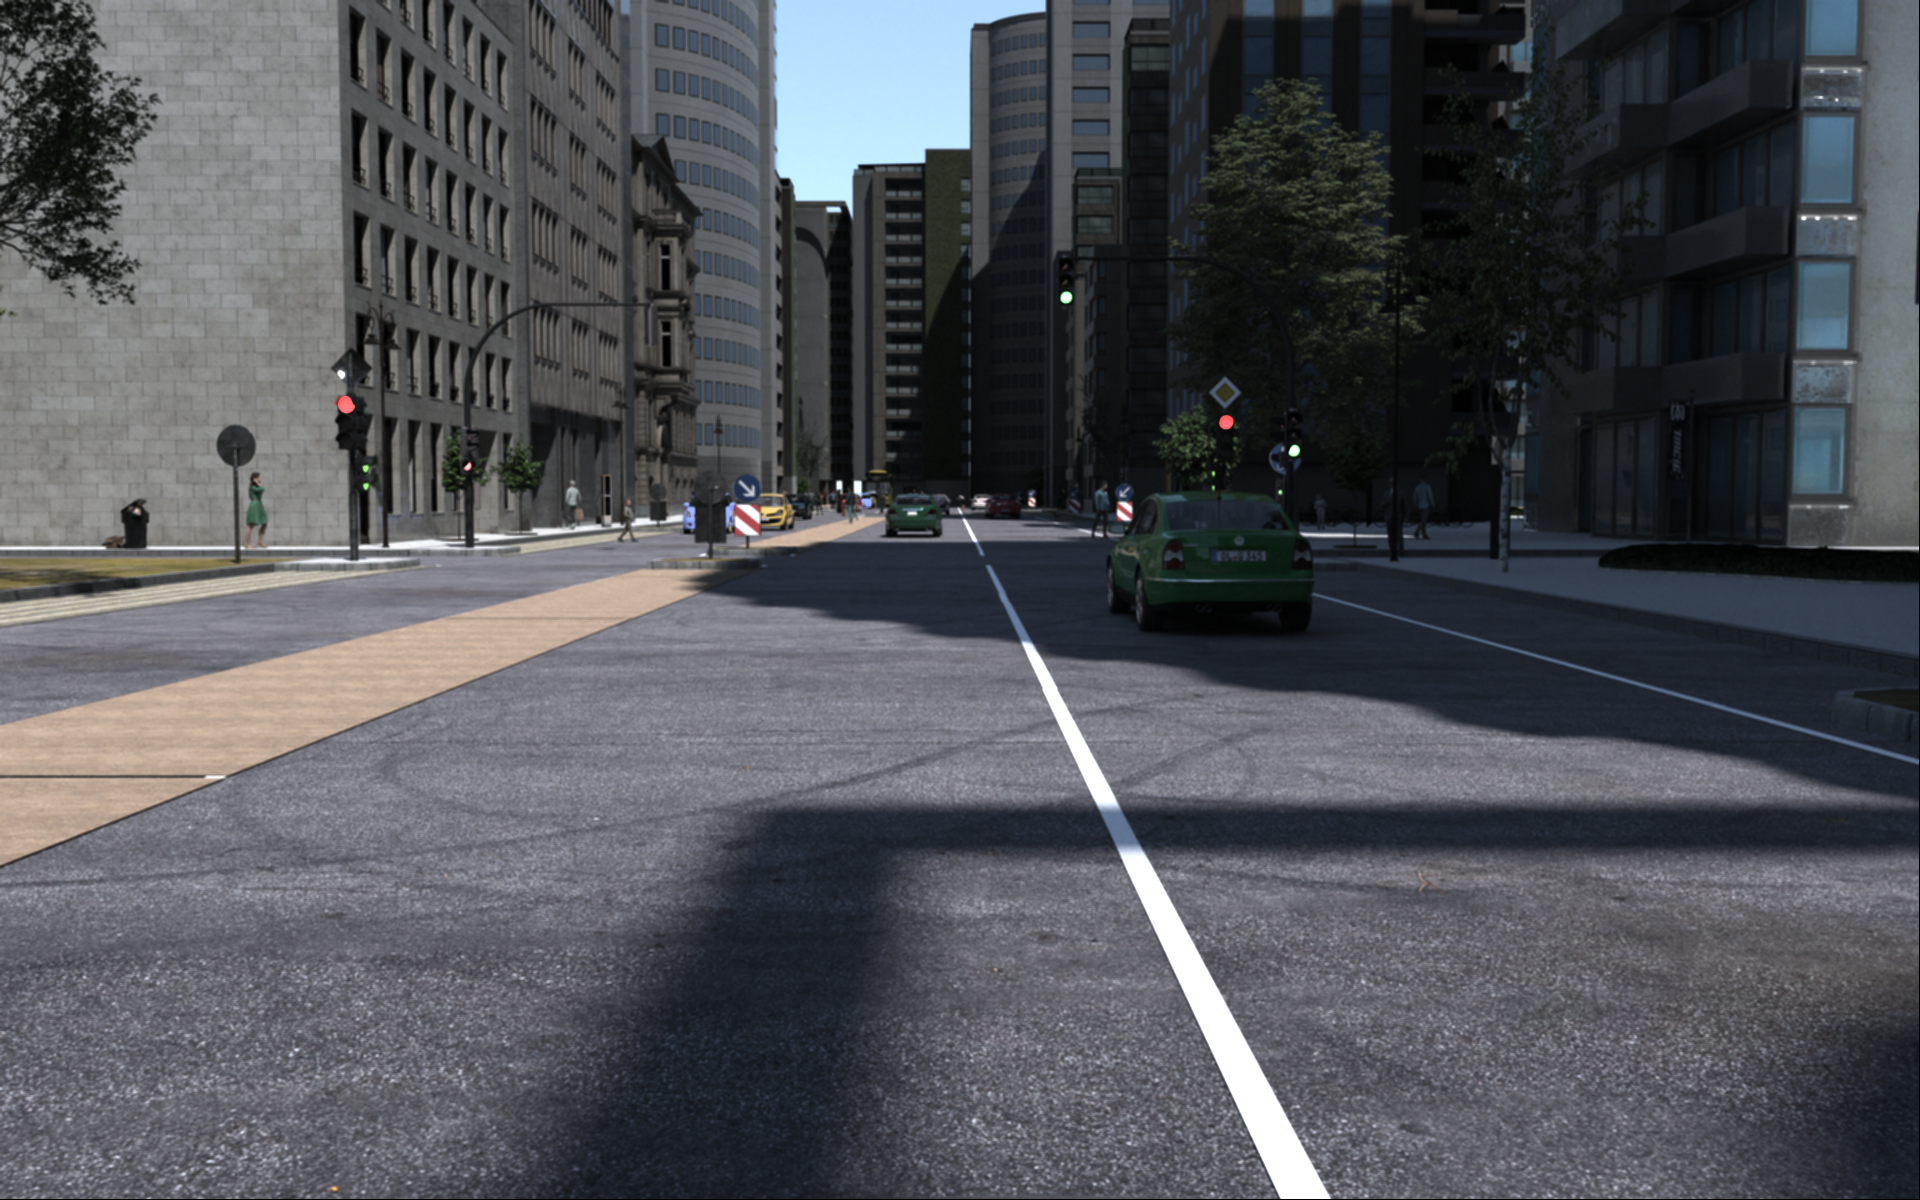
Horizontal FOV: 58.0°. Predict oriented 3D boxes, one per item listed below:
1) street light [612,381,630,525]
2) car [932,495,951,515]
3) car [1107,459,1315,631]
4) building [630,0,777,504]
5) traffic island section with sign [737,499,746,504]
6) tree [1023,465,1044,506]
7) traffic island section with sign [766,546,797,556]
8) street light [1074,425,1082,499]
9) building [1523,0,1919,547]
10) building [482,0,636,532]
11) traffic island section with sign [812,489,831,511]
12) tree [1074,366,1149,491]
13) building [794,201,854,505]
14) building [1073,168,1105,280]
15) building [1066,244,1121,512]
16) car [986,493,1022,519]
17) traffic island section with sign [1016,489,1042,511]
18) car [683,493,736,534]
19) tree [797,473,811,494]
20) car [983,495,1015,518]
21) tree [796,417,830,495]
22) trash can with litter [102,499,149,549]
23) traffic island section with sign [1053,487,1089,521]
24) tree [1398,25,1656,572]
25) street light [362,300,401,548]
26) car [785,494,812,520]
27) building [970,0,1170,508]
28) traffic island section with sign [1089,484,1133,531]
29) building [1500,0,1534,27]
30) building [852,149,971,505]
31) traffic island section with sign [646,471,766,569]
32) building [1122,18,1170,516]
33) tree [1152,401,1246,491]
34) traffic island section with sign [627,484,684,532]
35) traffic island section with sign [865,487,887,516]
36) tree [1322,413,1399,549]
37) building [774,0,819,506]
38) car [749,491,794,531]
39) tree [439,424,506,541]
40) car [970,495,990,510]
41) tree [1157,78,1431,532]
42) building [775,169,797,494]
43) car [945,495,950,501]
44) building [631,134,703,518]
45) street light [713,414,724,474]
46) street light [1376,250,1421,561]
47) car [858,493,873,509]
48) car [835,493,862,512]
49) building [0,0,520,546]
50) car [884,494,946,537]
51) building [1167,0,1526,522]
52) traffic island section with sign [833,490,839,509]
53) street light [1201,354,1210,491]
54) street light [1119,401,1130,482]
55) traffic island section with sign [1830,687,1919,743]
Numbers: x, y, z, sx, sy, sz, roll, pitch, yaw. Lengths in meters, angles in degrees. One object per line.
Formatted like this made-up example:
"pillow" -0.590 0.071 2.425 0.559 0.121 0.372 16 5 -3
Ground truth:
"street light" -13.836 -5.994 70.789 0.468 5.910 1.993 0 4 0
"car" -1.650 -6.667 121.366 2.083 1.381 4.827 0 4 0
"car" 2.711 -0.652 19.461 1.959 1.807 4.718 0 4 -2
"building" -25.778 -35.943 129.661 21.231 58.520 28.212 0 4 0
"traffic island section with sign" -11.649 -5.155 92.906 1.989 1.847 2.006 0 4 0
"tree" 8.677 -12.865 194.053 4.285 4.588 4.351 0 3 0
"traffic island section with sign" -4.960 -2.012 41.036 2.006 1.907 1.989 0 4 0
"street light" 7.931 -8.753 115.895 0.468 5.910 1.993 0 4 0
"building" 32.764 -26.331 50.126 30.456 49.044 23.786 0 4 0
"building" -20.765 -15.311 68.356 12.078 24.808 19.932 0 4 0
"traffic island section with sign" -11.899 -8.246 143.445 1.989 1.847 2.006 0 4 0
"tree" 8.407 -9.083 98.868 4.360 8.622 3.978 0 3 0
"building" -25.040 -32.078 216.359 23.993 40.220 32.217 0 4 0
"building" 16.999 -23.507 156.044 14.160 30.474 14.107 0 4 0
"building" 23.018 -17.710 134.599 27.650 21.520 28.899 0 4 0
"car" 2.590 -5.632 101.131 2.155 1.783 4.494 0 3 0
"traffic island section with sign" 5.822 -8.268 143.816 1.989 1.847 2.006 0 4 0
"car" -9.086 -3.284 63.280 1.945 1.707 3.694 0 4 -1
"tree" -14.623 -10.239 162.003 1.663 3.219 1.824 0 3 0
"car" 2.481 -5.765 106.622 2.083 1.381 4.827 0 4 0
"tree" -14.636 -13.197 166.138 4.360 8.622 3.978 0 3 0
"trash can with litter" -19.524 -1.779 40.467 1.055 1.170 0.624 0 4 4
"traffic island section with sign" 6.072 -5.234 94.198 1.989 1.847 2.006 0 4 0
"tree" 9.070 -4.771 28.375 4.737 8.622 4.395 0 3 0
"street light" -13.799 -4.199 41.445 0.468 5.910 1.993 0 4 0
"car" -9.334 -5.365 97.512 2.009 1.686 4.222 0 4 0
"building" 15.399 -40.877 210.337 28.212 58.520 21.231 0 4 0
"traffic island section with sign" 6.201 -3.585 67.243 1.989 1.847 2.006 0 4 0
"building" 61.554 -47.205 210.052 20.611 71.187 20.563 0 4 0
"building" -5.735 -32.073 207.984 14.086 41.232 14.154 0 4 0
"traffic island section with sign" -4.933 -1.559 33.628 2.006 1.907 1.989 0 4 0
"building" 16.994 -20.652 109.369 14.160 30.474 14.107 0 4 0
"tree" 8.417 -4.731 61.058 4.285 4.588 4.351 0 3 0
"traffic island section with sign" -11.514 -3.506 65.951 1.989 1.847 2.006 0 4 0
"traffic island section with sign" -5.339 -6.608 116.173 2.006 1.907 1.989 0 4 0
"tree" 9.378 -2.858 41.338 1.663 3.219 1.824 0 3 0
"building" -31.087 -52.954 178.465 31.000 86.520 22.319 0 4 0
"car" -7.659 -3.612 69.272 2.015 1.641 3.980 0 4 1
"tree" -13.775 -3.228 47.380 1.663 3.219 1.824 0 3 0
"car" 1.970 -8.736 155.199 2.083 1.381 4.827 0 4 -2
"tree" 8.991 -7.964 48.335 7.486 12.596 7.792 0 3 0
"building" -21.984 -23.245 151.754 14.160 30.474 14.107 0 4 0
"car" -1.902 -8.719 154.909 2.083 1.381 4.827 0 4 -2
"building" -22.312 -16.967 96.487 14.460 24.649 34.723 0 4 0
"street light" -13.938 -7.792 100.193 0.468 5.910 1.993 0 4 0
"street light" 8.309 -3.681 32.977 0.468 5.910 1.993 0 4 0
"car" -9.202 -9.455 164.180 1.945 1.707 3.694 0 4 -2
"car" -8.861 -7.920 138.530 2.155 1.783 4.494 0 4 1
"building" -20.176 -11.950 50.134 10.420 20.320 16.860 0 4 0
"car" -1.539 -2.882 58.922 2.131 1.459 4.920 0 4 1
"building" 17.870 -26.507 83.498 14.600 45.320 14.200 0 4 0
"traffic island section with sign" -12.026 -9.894 170.400 1.989 1.847 2.006 0 4 0
"street light" 8.197 -5.155 57.079 0.468 5.910 1.993 0 4 0
"street light" 8.198 -6.958 86.552 0.468 5.910 1.993 0 4 0
"traffic island section with sign" 6.480 -0.111 10.439 1.989 1.847 2.006 0 4 0
